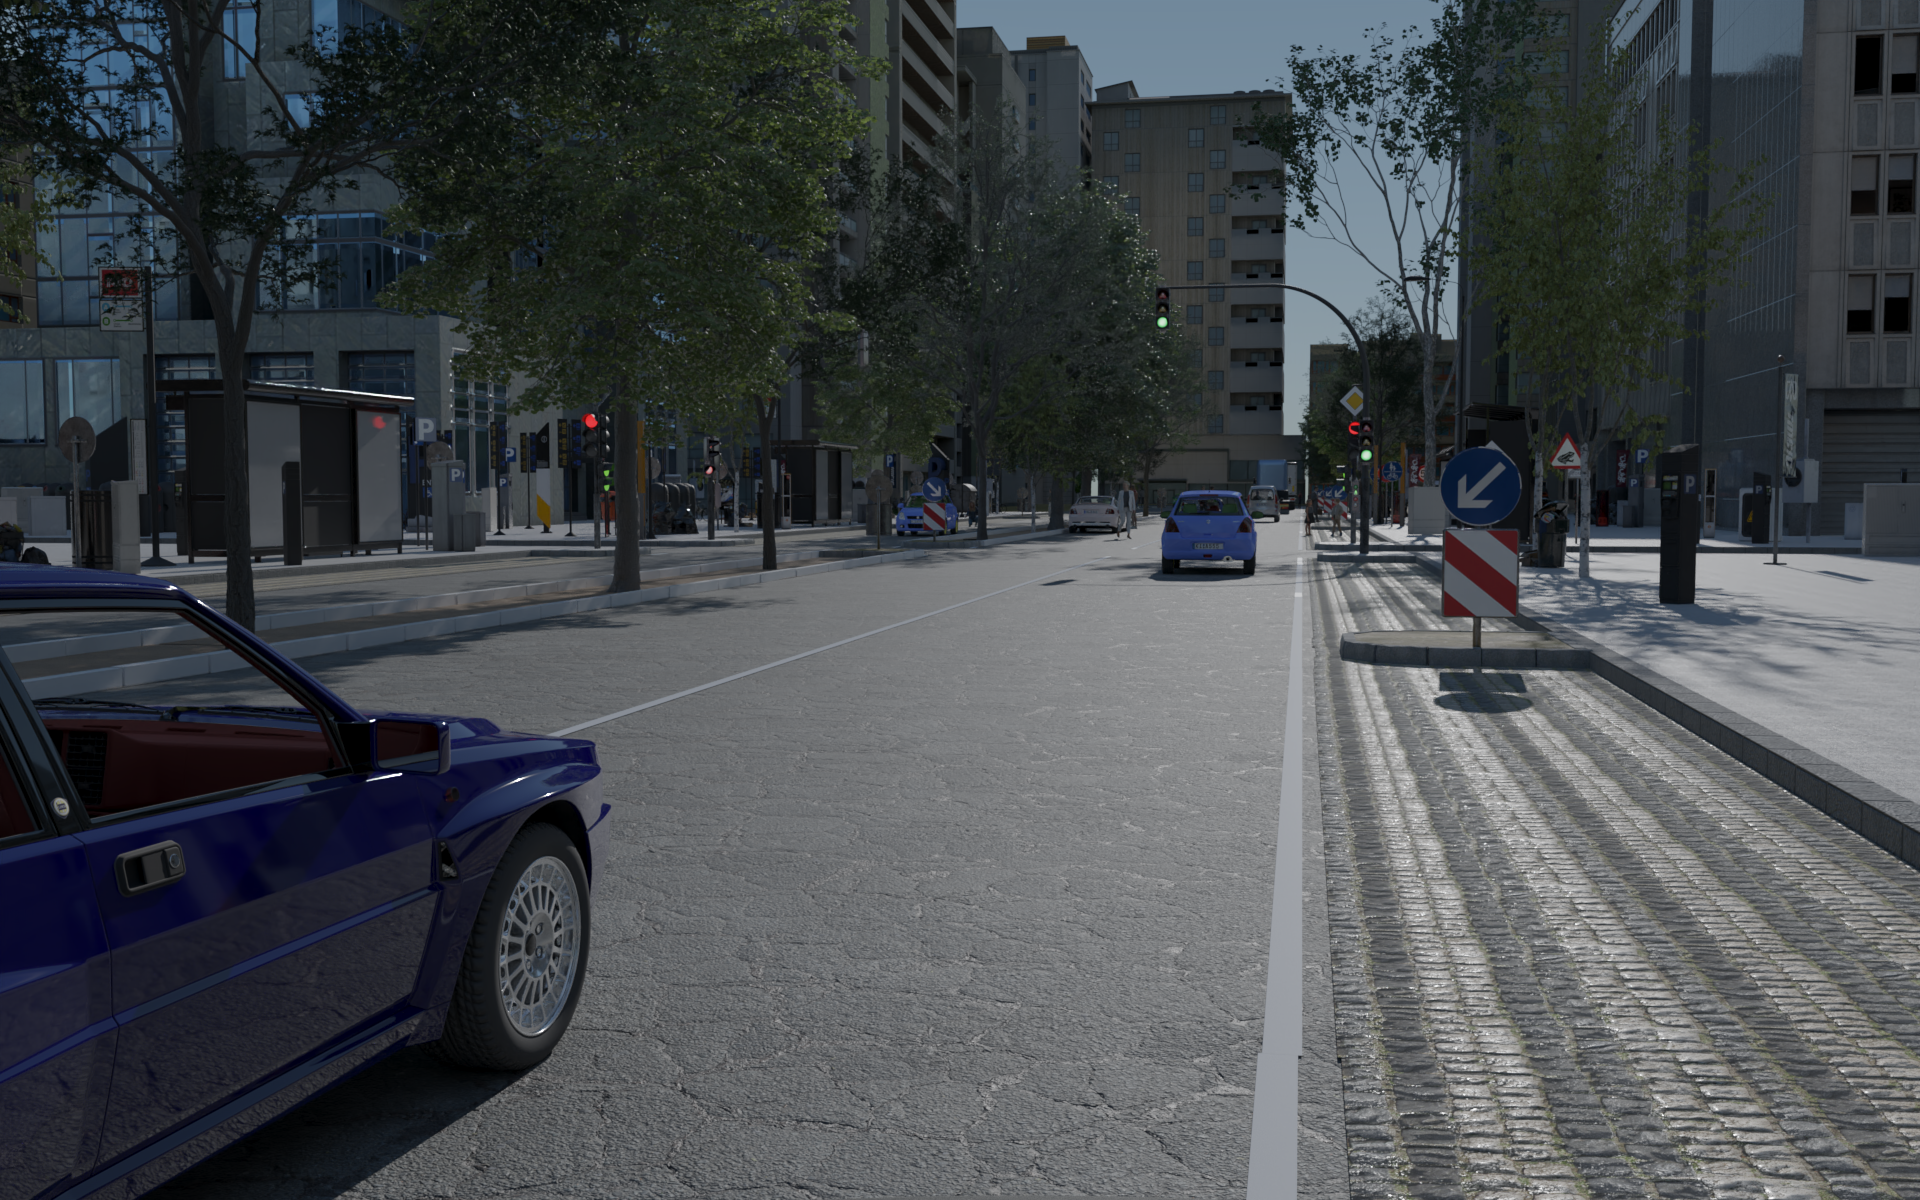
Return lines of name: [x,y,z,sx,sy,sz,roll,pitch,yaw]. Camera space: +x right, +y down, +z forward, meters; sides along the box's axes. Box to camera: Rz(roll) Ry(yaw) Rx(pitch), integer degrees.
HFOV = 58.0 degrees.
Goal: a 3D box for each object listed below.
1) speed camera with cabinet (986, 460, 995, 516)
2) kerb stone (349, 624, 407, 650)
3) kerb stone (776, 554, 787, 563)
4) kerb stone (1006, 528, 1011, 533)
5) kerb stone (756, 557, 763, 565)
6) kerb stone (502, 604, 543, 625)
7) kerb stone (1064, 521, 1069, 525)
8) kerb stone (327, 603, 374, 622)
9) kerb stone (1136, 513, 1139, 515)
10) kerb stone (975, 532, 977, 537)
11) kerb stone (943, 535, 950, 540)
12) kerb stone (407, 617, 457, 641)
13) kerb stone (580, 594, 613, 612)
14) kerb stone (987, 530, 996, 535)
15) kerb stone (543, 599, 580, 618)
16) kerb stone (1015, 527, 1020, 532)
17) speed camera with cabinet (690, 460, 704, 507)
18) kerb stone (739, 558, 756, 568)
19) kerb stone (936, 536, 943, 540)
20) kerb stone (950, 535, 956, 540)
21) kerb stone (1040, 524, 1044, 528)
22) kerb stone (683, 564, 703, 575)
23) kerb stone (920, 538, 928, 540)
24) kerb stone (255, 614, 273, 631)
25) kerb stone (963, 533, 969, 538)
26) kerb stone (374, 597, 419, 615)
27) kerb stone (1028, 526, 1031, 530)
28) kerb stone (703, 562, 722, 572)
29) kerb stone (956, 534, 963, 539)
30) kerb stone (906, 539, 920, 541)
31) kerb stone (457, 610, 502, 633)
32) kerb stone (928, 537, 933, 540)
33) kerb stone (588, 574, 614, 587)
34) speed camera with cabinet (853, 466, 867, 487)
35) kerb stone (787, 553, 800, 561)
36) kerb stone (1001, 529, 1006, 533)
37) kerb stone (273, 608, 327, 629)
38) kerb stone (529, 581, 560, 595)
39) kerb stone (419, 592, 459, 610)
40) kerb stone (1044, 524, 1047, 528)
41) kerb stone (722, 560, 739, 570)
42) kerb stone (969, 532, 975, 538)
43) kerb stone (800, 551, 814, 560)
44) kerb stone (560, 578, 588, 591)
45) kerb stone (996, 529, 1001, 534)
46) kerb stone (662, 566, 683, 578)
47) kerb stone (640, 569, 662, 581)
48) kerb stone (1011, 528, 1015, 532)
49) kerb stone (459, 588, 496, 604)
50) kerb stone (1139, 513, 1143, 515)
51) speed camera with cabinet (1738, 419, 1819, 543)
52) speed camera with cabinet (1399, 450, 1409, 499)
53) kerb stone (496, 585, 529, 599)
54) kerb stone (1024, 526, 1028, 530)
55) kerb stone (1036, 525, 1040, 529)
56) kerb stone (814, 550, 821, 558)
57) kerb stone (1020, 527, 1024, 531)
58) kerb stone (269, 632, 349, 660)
speed camera with cabinet: [1.581,-6.518,100.904,0.660,3.252,2.038,1,4,11]
kerb stone: [-5.555,0.357,16.357,0.120,0.150,1.000,1,4,11]
kerb stone: [-3.847,-0.829,35.844,0.120,0.150,1.000,1,4,11]
kerb stone: [1.641,-2.532,63.591,0.120,0.150,1.000,1,4,11]
kerb stone: [-4.050,-0.767,34.840,0.120,0.150,1.000,1,4,11]
kerb stone: [-4.963,0.173,19.369,0.120,0.150,1.000,1,4,11]
kerb stone: [5.010,-3.578,80.688,0.120,0.150,1.000,1,4,11]
kerb stone: [-7.033,0.148,19.772,0.120,0.150,1.000,1,4,11]
kerb stone: [11.371,-5.542,112.855,0.120,0.150,1.000,1,4,11]
kerb stone: [0.439,-2.163,57.563,0.120,0.150,1.000,1,4,11]
kerb stone: [-0.553,-1.855,52.529,0.120,0.150,1.000,1,4,11]
kerb stone: [-5.361,0.295,17.364,0.120,0.150,1.000,1,4,11]
kerb stone: [-4.569,0.051,21.392,0.120,0.150,1.000,1,4,11]
kerb stone: [1.039,-2.347,60.574,0.120,0.150,1.000,1,4,11]
kerb stone: [-4.769,0.111,20.381,0.120,0.150,1.000,1,4,11]
kerb stone: [2.027,-2.655,65.599,0.120,0.150,1.000,1,4,11]
speed camera with cabinet: [-15.642,-6.466,100.054,0.660,3.252,2.038,2,4,31]
kerb stone: [-4.246,-0.706,33.834,0.120,0.150,1.000,1,4,11]
kerb stone: [-0.751,-1.794,51.524,0.120,0.150,1.000,1,4,11]
kerb stone: [-0.347,-1.912,53.540,0.120,0.150,1.000,1,4,11]
kerb stone: [3.223,-3.017,71.624,0.120,0.150,1.000,1,4,11]
kerb stone: [-4.846,-0.527,30.823,0.120,0.150,1.000,1,4,11]
kerb stone: [-1.150,-1.671,49.517,0.120,0.150,1.000,1,4,11]
kerb stone: [-7.422,0.271,17.758,0.120,0.150,1.000,1,4,11]
kerb stone: [0.047,-2.038,55.556,0.120,0.150,1.000,1,4,11]
kerb stone: [-6.828,0.093,20.775,0.120,0.150,1.000,1,4,11]
kerb stone: [2.627,-2.839,68.615,0.120,0.150,1.000,1,4,11]
kerb stone: [-4.641,-0.587,31.828,0.120,0.150,1.000,1,4,11]
kerb stone: [-0.146,-1.979,54.549,0.120,0.150,1.000,1,4,11]
kerb stone: [-1.350,-1.606,48.501,0.120,0.150,1.000,1,4,11]
kerb stone: [-5.165,0.238,18.367,0.120,0.150,1.000,1,4,11]
kerb stone: [-0.951,-1.727,50.520,0.120,0.150,1.000,1,4,11]
kerb stone: [-5.638,-0.275,26.807,0.120,0.150,1.000,1,4,11]
speed camera with cabinet: [-6.077,-6.061,93.434,2.038,3.252,0.660,0,4,2]
kerb stone: [-3.651,-0.896,36.847,0.120,0.150,1.000,1,4,11]
kerb stone: [1.431,-2.470,62.581,0.120,0.150,1.000,1,4,11]
kerb stone: [-7.223,0.211,18.761,0.120,0.150,1.000,1,4,11]
kerb stone: [-6.032,-0.156,24.799,0.120,0.150,1.000,1,4,11]
kerb stone: [-6.633,0.025,21.793,0.120,0.150,1.000,1,4,11]
kerb stone: [3.428,-3.084,72.630,0.120,0.150,1.000,1,4,11]
kerb stone: [-4.448,-0.651,32.832,0.120,0.150,1.000,1,4,11]
kerb stone: [0.247,-2.100,56.559,0.120,0.150,1.000,1,4,11]
kerb stone: [-3.452,-0.957,37.854,0.120,0.150,1.000,1,4,11]
kerb stone: [-5.833,-0.221,25.802,0.120,0.150,1.000,1,4,11]
kerb stone: [1.237,-2.402,61.577,0.120,0.150,1.000,1,4,11]
kerb stone: [-5.046,-0.462,29.818,0.120,0.150,1.000,1,4,11]
kerb stone: [-5.240,-0.405,28.811,0.120,0.150,1.000,1,4,11]
kerb stone: [1.832,-2.587,64.596,0.120,0.150,1.000,1,4,11]
kerb stone: [-6.429,-0.037,22.794,0.120,0.150,1.000,1,4,11]
kerb stone: [12.175,-5.788,116.880,0.120,0.150,1.000,1,4,11]
speed camera with cabinet: [21.774,-3.166,46.098,0.660,3.252,2.038,-2,4,-25]
speed camera with cabinet: [20.452,-5.035,76.657,0.660,3.252,2.038,-3,5,-44]
kerb stone: [-6.233,-0.098,23.797,0.120,0.150,1.000,1,4,11]
kerb stone: [2.433,-2.778,67.611,0.120,0.150,1.000,1,4,11]
kerb stone: [3.023,-2.962,70.621,0.120,0.150,1.000,1,4,11]
kerb stone: [-3.252,-1.015,38.856,0.120,0.150,1.000,1,4,11]
kerb stone: [2.230,-2.713,66.608,0.120,0.150,1.000,1,4,11]
kerb stone: [-5.769,0.418,15.357,0.120,0.150,1.000,1,4,11]
